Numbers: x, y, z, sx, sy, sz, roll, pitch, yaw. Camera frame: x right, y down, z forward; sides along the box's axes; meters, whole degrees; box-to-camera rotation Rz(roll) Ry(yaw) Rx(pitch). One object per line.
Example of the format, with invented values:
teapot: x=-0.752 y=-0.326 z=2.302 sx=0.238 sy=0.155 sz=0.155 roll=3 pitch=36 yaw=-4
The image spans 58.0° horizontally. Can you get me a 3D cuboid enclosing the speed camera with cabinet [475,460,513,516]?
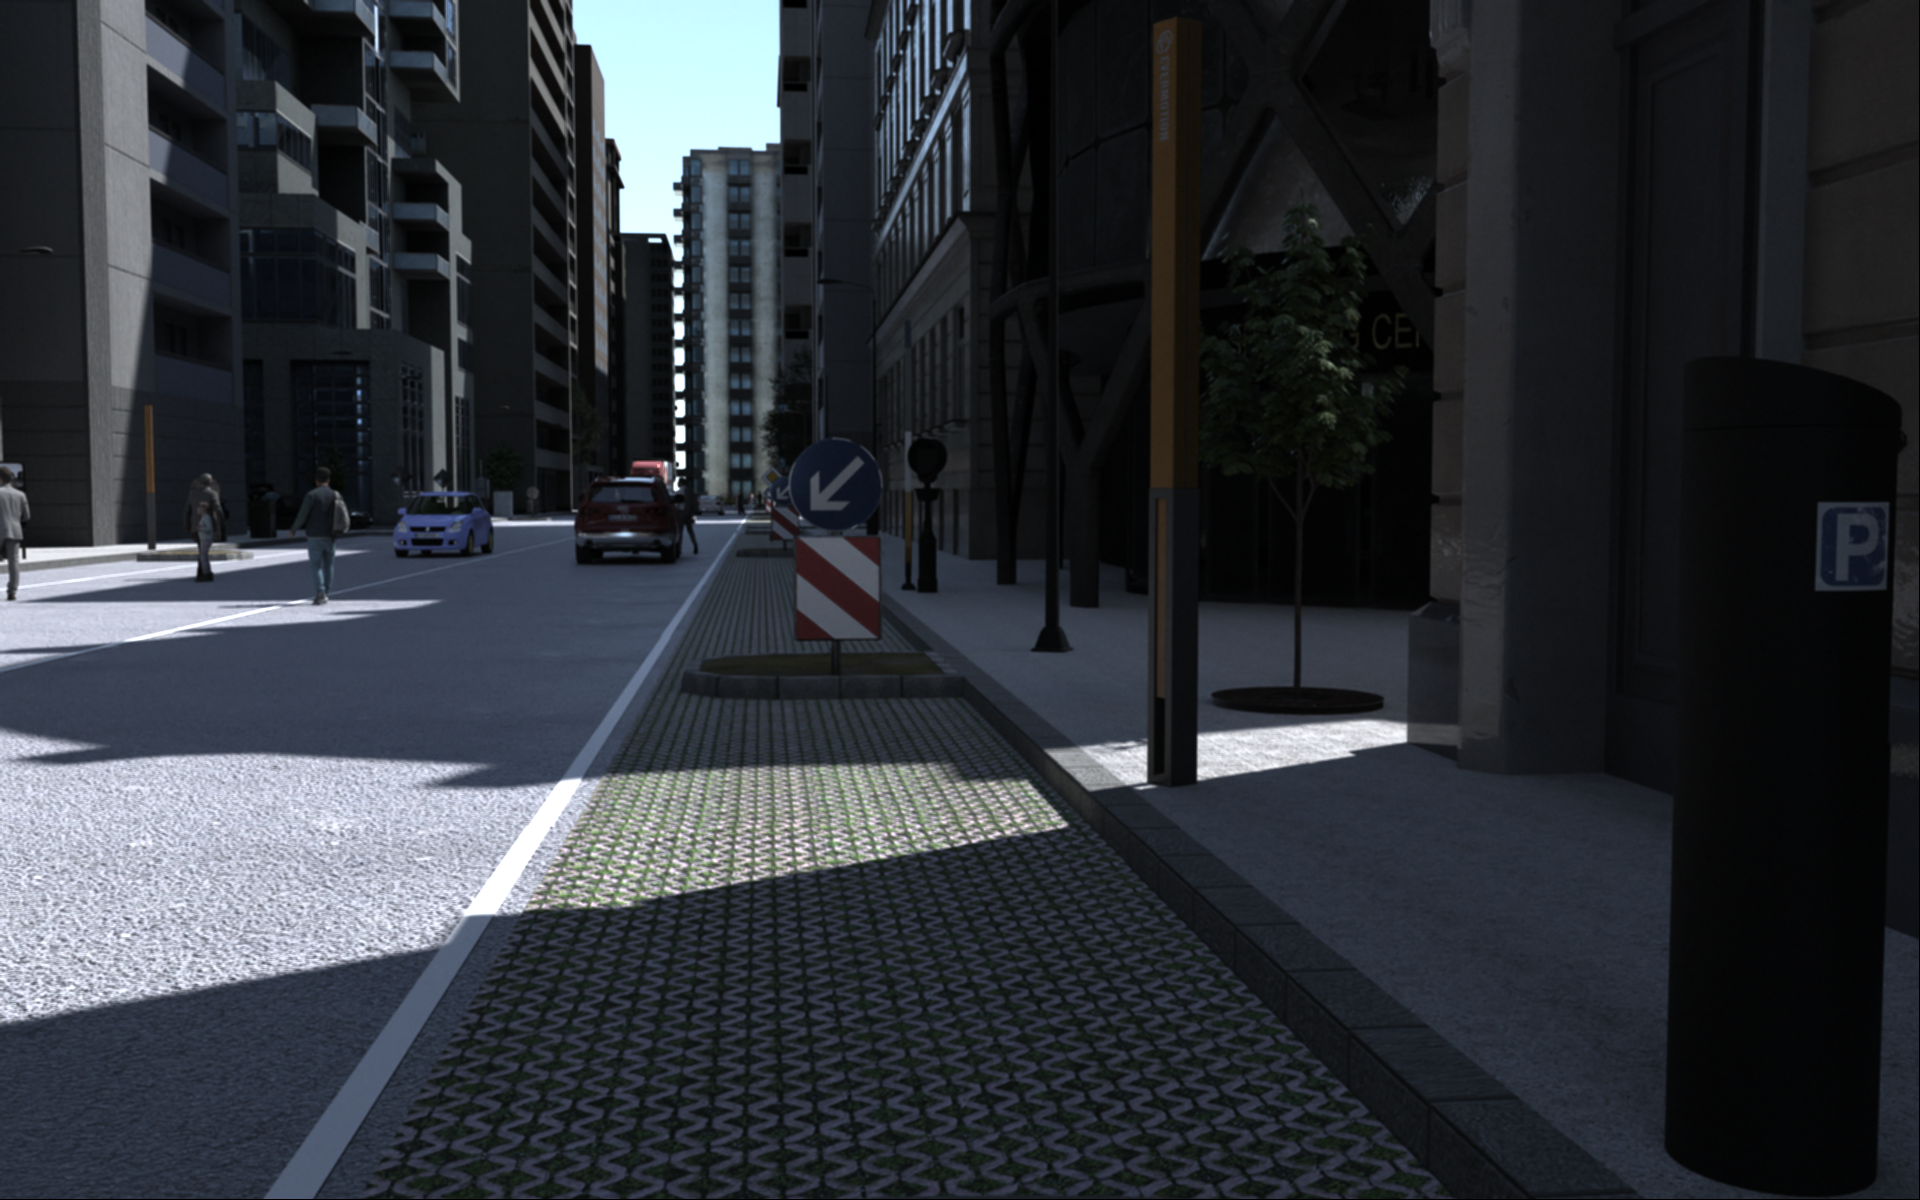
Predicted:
speed camera with cabinet: x=-26.895 y=-6.460 z=99.964 sx=2.038 sy=3.252 sz=0.660 roll=0 pitch=4 yaw=4

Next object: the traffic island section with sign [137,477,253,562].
traffic island section with sign: x=-16.604 y=-1.784 z=37.792 sx=1.989 sy=1.847 sz=2.006 roll=0 pitch=4 yaw=-7

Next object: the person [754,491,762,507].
person: x=-22.186 y=-11.107 z=190.622 sx=0.750 sy=1.759 sz=0.617 roll=-2 pitch=4 yaw=-31

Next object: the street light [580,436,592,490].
street light: x=-30.007 y=-10.202 z=139.345 sx=1.470 sy=5.913 sz=1.316 roll=0 pitch=4 yaw=-7

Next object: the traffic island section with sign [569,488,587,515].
traffic island section with sign: x=-26.056 y=-6.831 z=120.315 sx=1.989 sy=1.847 sz=2.006 roll=0 pitch=4 yaw=-7

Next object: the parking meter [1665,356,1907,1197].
parking meter: x=1.560 y=0.313 z=3.296 sx=0.372 sy=1.533 sz=0.369 roll=0 pitch=3 yaw=0

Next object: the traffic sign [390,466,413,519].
traffic sign: x=-19.520 y=-3.480 z=60.539 sx=0.795 sy=2.450 sz=0.064 roll=0 pitch=4 yaw=-7

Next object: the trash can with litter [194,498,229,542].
trash can with litter: x=-20.082 y=-2.135 z=46.290 sx=1.055 sy=1.170 sz=0.624 roll=1 pitch=4 yaw=16

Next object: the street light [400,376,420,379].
street light: x=-21.900 y=-5.847 z=68.144 sx=1.470 sy=5.913 sz=1.316 roll=0 pitch=4 yaw=-7

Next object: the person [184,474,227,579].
person: x=-12.839 y=-1.262 z=29.531 sx=0.661 sy=1.777 sz=0.834 roll=0 pitch=4 yaw=1

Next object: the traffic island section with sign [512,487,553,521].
traffic island section with sign: x=-22.933 y=-5.161 z=93.012 sx=1.989 sy=1.847 sz=2.006 roll=0 pitch=4 yaw=-7

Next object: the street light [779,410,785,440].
street light: x=-9.131 y=-7.549 z=95.962 sx=1.470 sy=5.913 sz=1.316 roll=0 pitch=4 yaw=-7

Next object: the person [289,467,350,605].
person: x=-8.331 y=-0.843 z=22.636 sx=0.721 sy=1.781 sz=0.623 roll=2 pitch=4 yaw=31

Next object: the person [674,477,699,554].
person: x=-6.555 y=-2.011 z=41.487 sx=0.679 sy=1.850 sz=0.850 roll=-3 pitch=5 yaw=-44

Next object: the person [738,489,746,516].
person: x=-14.605 y=-6.521 z=115.544 sx=0.576 sy=1.772 sz=0.534 roll=2 pitch=4 yaw=32

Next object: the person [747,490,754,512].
person: x=-16.860 y=-7.971 z=139.666 sx=0.563 sy=1.720 sz=0.643 roll=-3 pitch=4 yaw=-36

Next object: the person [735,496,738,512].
person: x=-17.712 y=-7.636 z=137.616 sx=0.475 sy=1.303 sz=0.640 roll=2 pitch=4 yaw=28

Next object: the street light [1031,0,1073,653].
street light: x=0.217 y=-2.533 z=13.954 sx=1.470 sy=5.913 sz=1.316 roll=0 pitch=4 yaw=-7

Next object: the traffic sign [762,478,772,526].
traffic sign: x=-7.616 y=-4.053 z=69.914 sx=0.795 sy=2.450 sz=0.064 roll=0 pitch=4 yaw=-7

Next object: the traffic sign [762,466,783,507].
traffic sign: x=-6.707 y=-3.568 z=61.980 sx=0.795 sy=2.450 sz=0.064 roll=0 pitch=4 yaw=-7

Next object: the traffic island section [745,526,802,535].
traffic island section: x=-6.685 y=-2.433 z=62.060 sx=2.009 sy=0.180 sz=2.903 roll=0 pitch=4 yaw=-7

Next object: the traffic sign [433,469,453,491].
traffic sign: x=-20.429 y=-3.965 z=68.473 sx=0.795 sy=2.450 sz=0.064 roll=0 pitch=4 yaw=-7

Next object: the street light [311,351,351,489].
street light: x=-20.421 y=-5.117 z=56.212 sx=1.470 sy=5.913 sz=1.316 roll=0 pitch=4 yaw=-7

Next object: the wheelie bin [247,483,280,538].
wheelie bin: x=-20.249 y=-2.593 z=50.308 sx=0.980 sy=1.594 sz=0.693 roll=0 pitch=4 yaw=-4

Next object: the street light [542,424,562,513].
street light: x=-27.232 y=-8.745 z=115.518 sx=1.470 sy=5.913 sz=1.316 roll=0 pitch=4 yaw=-7

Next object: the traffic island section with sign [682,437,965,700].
traffic island section with sign: x=-1.062 y=-0.264 z=12.946 sx=1.989 sy=1.847 sz=2.006 roll=0 pitch=4 yaw=-7

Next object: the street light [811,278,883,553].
street light: x=-2.388 y=-3.972 z=37.485 sx=1.470 sy=5.913 sz=1.316 roll=0 pitch=4 yaw=-7

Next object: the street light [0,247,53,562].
street light: x=-17.773 y=-3.679 z=32.686 sx=1.470 sy=5.913 sz=1.316 roll=0 pitch=4 yaw=-7

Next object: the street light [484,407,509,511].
street light: x=-24.646 y=-7.305 z=91.985 sx=1.470 sy=5.913 sz=1.316 roll=0 pitch=4 yaw=-7

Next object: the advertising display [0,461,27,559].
advertising display: x=-18.848 y=-1.756 z=33.932 sx=0.974 sy=1.923 sz=0.123 roll=-2 pitch=4 yaw=-35

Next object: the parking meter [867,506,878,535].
parking meter: x=-2.375 y=-2.522 z=46.938 sx=0.255 sy=1.863 sz=0.399 roll=1 pitch=4 yaw=9

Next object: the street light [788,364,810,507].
street light: x=-5.301 y=-5.475 z=62.056 sx=1.470 sy=5.913 sz=1.316 roll=0 pitch=4 yaw=-7

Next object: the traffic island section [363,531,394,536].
traffic island section: x=-19.543 y=-2.344 z=60.598 sx=2.009 sy=0.180 sz=2.903 roll=0 pitch=4 yaw=-7

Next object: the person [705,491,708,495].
person: x=-28.237 y=-11.273 z=193.369 sx=0.434 sy=1.755 sz=0.990 roll=-2 pitch=4 yaw=-28

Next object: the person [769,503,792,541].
person: x=-5.351 y=-2.662 z=52.124 sx=0.778 sy=1.811 sz=0.616 roll=-3 pitch=5 yaw=-40

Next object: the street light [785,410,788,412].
street light: x=-6.460 y=-6.110 z=72.439 sx=1.470 sy=5.913 sz=1.316 roll=0 pitch=4 yaw=-7
